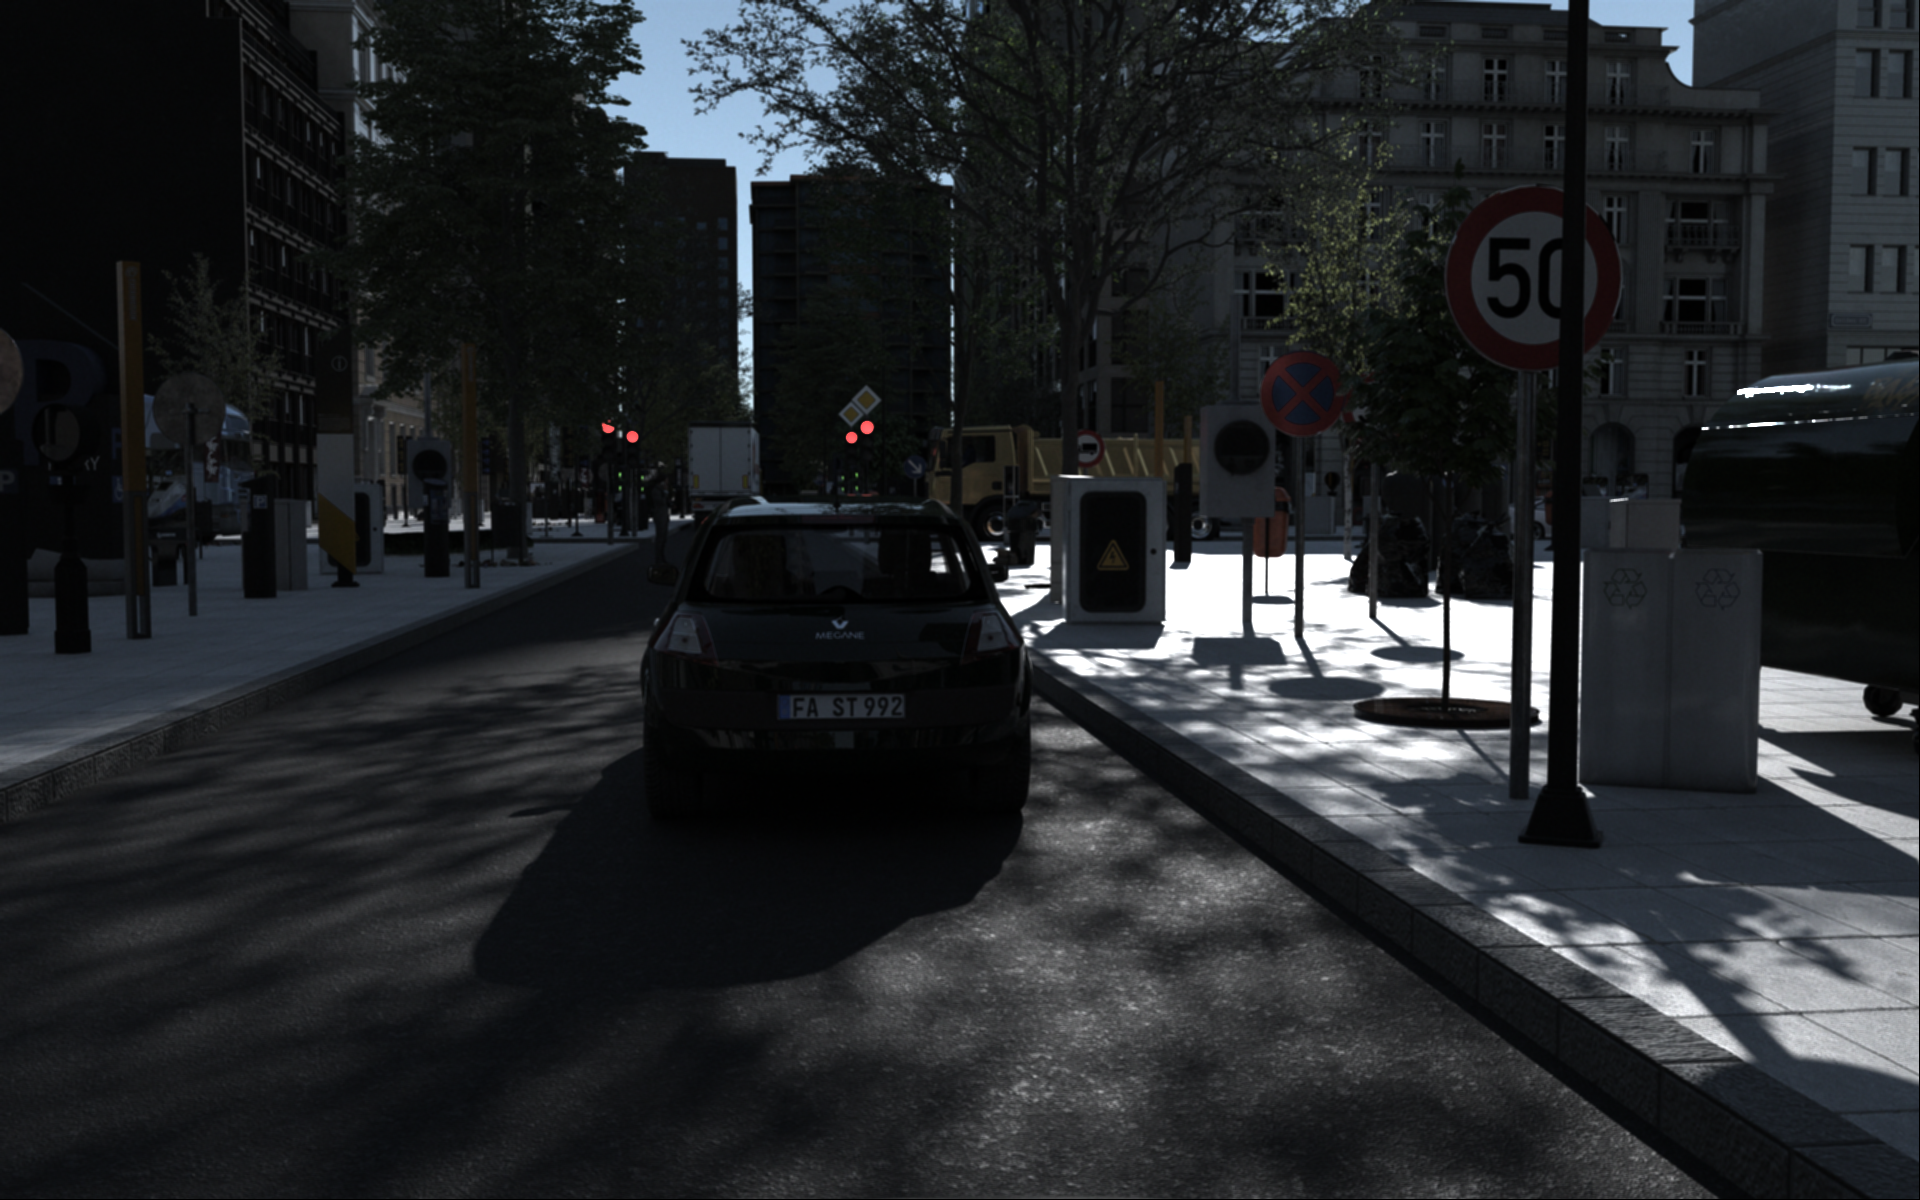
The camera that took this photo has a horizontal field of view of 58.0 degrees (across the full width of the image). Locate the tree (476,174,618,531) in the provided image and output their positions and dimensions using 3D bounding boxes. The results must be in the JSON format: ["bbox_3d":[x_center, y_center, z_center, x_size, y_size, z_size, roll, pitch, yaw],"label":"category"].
[{"bbox_3d":[-11.514,-9.155,60.052,12.009,13.543,11.850,0,3,0],"label":"tree"}]

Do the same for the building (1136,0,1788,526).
[{"bbox_3d":[20.849,-14.296,75.543,24.055,21.916,13.314,0,4,-6],"label":"building"}]

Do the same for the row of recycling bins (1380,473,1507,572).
[{"bbox_3d":[8.281,-1.382,29.709,1.069,1.692,3.534,3,5,43],"label":"row of recycling bins"}]

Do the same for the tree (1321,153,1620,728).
[{"bbox_3d":[2.934,-0.936,9.911,1.663,3.219,1.824,0,3,0],"label":"tree"}]

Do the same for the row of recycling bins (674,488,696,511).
[{"bbox_3d":[-19.715,-7.142,123.888,1.069,1.692,3.534,-2,4,-31],"label":"row of recycling bins"}]

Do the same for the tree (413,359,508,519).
[{"bbox_3d":[-25.228,-8.370,87.207,4.737,8.622,4.395,0,3,0],"label":"tree"}]

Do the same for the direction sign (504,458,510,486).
[{"bbox_3d":[-28.249,-7.135,108.652,0.379,3.537,0.876,2,4,34],"label":"direction sign"}]

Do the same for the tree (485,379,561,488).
[{"bbox_3d":[-25.218,-9.205,100.869,4.360,8.622,3.978,0,3,0],"label":"tree"}]

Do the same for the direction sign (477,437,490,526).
[{"bbox_3d":[-19.147,-4.714,69.065,0.876,3.537,0.379,-3,5,-41],"label":"direction sign"}]

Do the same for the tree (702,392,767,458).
[{"bbox_3d":[-25.882,-17.339,190.141,9.857,13.997,8.962,0,3,0],"label":"tree"}]

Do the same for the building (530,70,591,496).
[{"bbox_3d":[-46.119,-32.308,178.342,14.200,45.320,14.600,0,4,-6],"label":"building"}]

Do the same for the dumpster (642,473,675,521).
[{"bbox_3d":[-13.852,-4.694,79.242,1.502,2.255,1.985,0,4,-6],"label":"dumpster"}]

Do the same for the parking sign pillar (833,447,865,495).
[{"bbox_3d":[-5.513,-5.703,81.710,1.447,3.967,1.447,-2,4,-31],"label":"parking sign pillar"}]

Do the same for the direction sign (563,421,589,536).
[{"bbox_3d":[-11.630,-3.701,52.501,0.379,3.537,0.876,3,5,43],"label":"direction sign"}]

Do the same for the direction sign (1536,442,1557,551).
[{"bbox_3d":[13.433,-2.883,39.141,0.876,3.537,0.379,3,5,40],"label":"direction sign"}]

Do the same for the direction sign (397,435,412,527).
[{"bbox_3d":[-21.567,-4.609,67.353,0.379,3.537,0.876,1,4,21],"label":"direction sign"}]

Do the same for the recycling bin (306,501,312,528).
[{"bbox_3d":[-25.205,-3.268,65.984,0.722,1.027,0.722,3,5,41],"label":"recycling bin"}]

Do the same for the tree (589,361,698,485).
[{"bbox_3d":[-15.127,-8.290,85.910,4.737,8.622,4.395,0,3,0],"label":"tree"}]

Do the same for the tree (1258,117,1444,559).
[{"bbox_3d":[7.659,-5.092,33.613,4.360,8.622,3.978,0,3,0],"label":"tree"}]

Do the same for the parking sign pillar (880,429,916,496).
[{"bbox_3d":[-2.347,-5.061,71.212,1.447,3.967,1.447,2,4,24],"label":"parking sign pillar"}]

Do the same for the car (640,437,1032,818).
[{"bbox_3d":[-0.677,0.041,9.121,2.009,1.686,4.222,0,4,-5],"label":"car"}]

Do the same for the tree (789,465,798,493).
[{"bbox_3d":[-12.039,-9.478,138.686,4.285,4.588,4.351,0,3,0],"label":"tree"}]

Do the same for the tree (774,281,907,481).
[{"bbox_3d":[-6.569,-10.681,92.759,7.486,12.596,7.792,0,3,0],"label":"tree"}]

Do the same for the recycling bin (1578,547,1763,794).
[{"bbox_3d":[3.206,0.289,7.822,0.722,1.027,0.722,1,4,23],"label":"recycling bin"}]

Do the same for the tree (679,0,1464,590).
[{"bbox_3d":[1.525,-6.894,23.089,12.009,13.543,11.850,0,3,0],"label":"tree"}]

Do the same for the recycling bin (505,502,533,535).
[{"bbox_3d":[-13.834,-2.552,54.274,0.722,1.027,0.722,-2,4,-27],"label":"recycling bin"}]

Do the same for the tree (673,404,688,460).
[{"bbox_3d":[-20.065,-12.938,137.288,9.928,11.665,9.643,0,3,0],"label":"tree"}]

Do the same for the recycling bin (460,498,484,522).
[{"bbox_3d":[-22.097,-4.044,78.675,0.722,1.027,0.722,1,4,12],"label":"recycling bin"}]

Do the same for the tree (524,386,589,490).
[{"bbox_3d":[-24.889,-9.748,109.745,4.737,8.622,4.395,0,3,0],"label":"tree"}]

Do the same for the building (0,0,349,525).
[{"bbox_3d":[-33.163,-14.729,70.503,12.332,23.373,15.834,0,4,-6],"label":"building"}]

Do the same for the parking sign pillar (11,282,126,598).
[{"bbox_3d":[-11.310,-2.051,22.011,1.447,3.967,1.447,0,4,5],"label":"parking sign pillar"}]

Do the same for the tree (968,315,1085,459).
[{"bbox_3d":[2.831,-7.369,70.848,4.360,8.622,3.978,0,3,0],"label":"tree"}]

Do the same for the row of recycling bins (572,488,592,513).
[{"bbox_3d":[-25.002,-6.651,115.861,1.069,1.692,3.534,1,4,20],"label":"row of recycling bins"}]

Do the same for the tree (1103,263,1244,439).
[{"bbox_3d":[6.683,-6.380,54.681,4.737,8.622,4.395,0,3,0],"label":"tree"}]

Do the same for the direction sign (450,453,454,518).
[{"bbox_3d":[-26.995,-6.085,91.485,0.876,3.537,0.379,3,5,41],"label":"direction sign"}]

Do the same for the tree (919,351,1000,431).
[{"bbox_3d":[0.180,-8.355,86.967,4.737,8.622,4.395,0,3,0],"label":"tree"}]

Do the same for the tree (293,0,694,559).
[{"bbox_3d":[-9.178,-7.112,34.402,7.486,12.596,7.792,0,3,0],"label":"tree"}]

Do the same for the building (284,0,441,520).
[{"bbox_3d":[-34.884,-18.489,88.201,13.634,28.700,20.117,0,4,-6],"label":"building"}]

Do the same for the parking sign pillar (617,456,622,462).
[{"bbox_3d":[-21.396,-7.239,106.833,1.447,3.967,1.447,0,4,-8],"label":"parking sign pillar"}]

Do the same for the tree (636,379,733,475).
[{"bbox_3d":[-19.578,-11.728,126.158,8.767,10.594,7.601,-1,4,-20],"label":"tree"}]

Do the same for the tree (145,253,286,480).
[{"bbox_3d":[-22.394,-6.254,52.623,4.360,8.622,3.978,0,3,0],"label":"tree"}]

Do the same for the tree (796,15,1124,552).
[{"bbox_3d":[0.046,-6.862,37.954,9.928,11.665,9.643,0,3,0],"label":"tree"}]

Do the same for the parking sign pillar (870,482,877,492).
[{"bbox_3d":[-4.884,-6.725,98.431,1.447,3.967,1.447,-3,5,-40],"label":"parking sign pillar"}]

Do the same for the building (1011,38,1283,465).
[{"bbox_3d":[15.240,-18.837,112.498,19.350,26.468,34.151,0,4,-6],"label":"building"}]

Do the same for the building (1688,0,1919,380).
[{"bbox_3d":[49.098,-18.290,76.531,29.804,29.767,11.434,0,4,-6],"label":"building"}]

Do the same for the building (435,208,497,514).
[{"bbox_3d":[-37.947,-16.419,110.250,13.314,21.916,24.055,0,4,-6],"label":"building"}]

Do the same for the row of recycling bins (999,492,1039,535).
[{"bbox_3d":[1.805,-2.958,55.472,1.069,1.692,3.534,-1,4,-11],"label":"row of recycling bins"}]

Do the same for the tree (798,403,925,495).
[{"bbox_3d":[-2.897,-4.641,59.596,4.285,4.588,4.351,0,3,0],"label":"tree"}]

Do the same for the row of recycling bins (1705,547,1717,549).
[{"bbox_3d":[8.596,-0.520,15.621,3.534,1.692,1.069,2,4,34],"label":"row of recycling bins"}]

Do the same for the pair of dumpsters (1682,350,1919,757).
[{"bbox_3d":[5.150,-0.327,7.838,1.574,2.255,4.437,0,4,-7],"label":"pair of dumpsters"}]

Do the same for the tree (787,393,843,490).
[{"bbox_3d":[-9.633,-10.368,119.875,4.737,8.622,4.395,0,3,0],"label":"tree"}]

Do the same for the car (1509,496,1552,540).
[{"bbox_3d":[17.910,-2.390,51.435,4.827,1.381,2.083,0,4,-6],"label":"car"}]

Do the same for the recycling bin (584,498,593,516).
[{"bbox_3d":[-22.072,-5.585,103.868,0.722,1.027,0.722,-3,5,-39],"label":"recycling bin"}]

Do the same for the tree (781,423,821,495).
[{"bbox_3d":[-14.813,-12.836,160.236,4.360,8.622,3.978,0,3,0],"label":"tree"}]

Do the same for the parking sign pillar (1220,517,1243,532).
[{"bbox_3d":[9.552,-4.338,59.395,1.447,3.967,1.447,3,4,36],"label":"parking sign pillar"}]

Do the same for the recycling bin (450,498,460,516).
[{"bbox_3d":[-29.509,-5.408,100.976,0.722,1.027,0.722,-2,4,-27],"label":"recycling bin"}]
